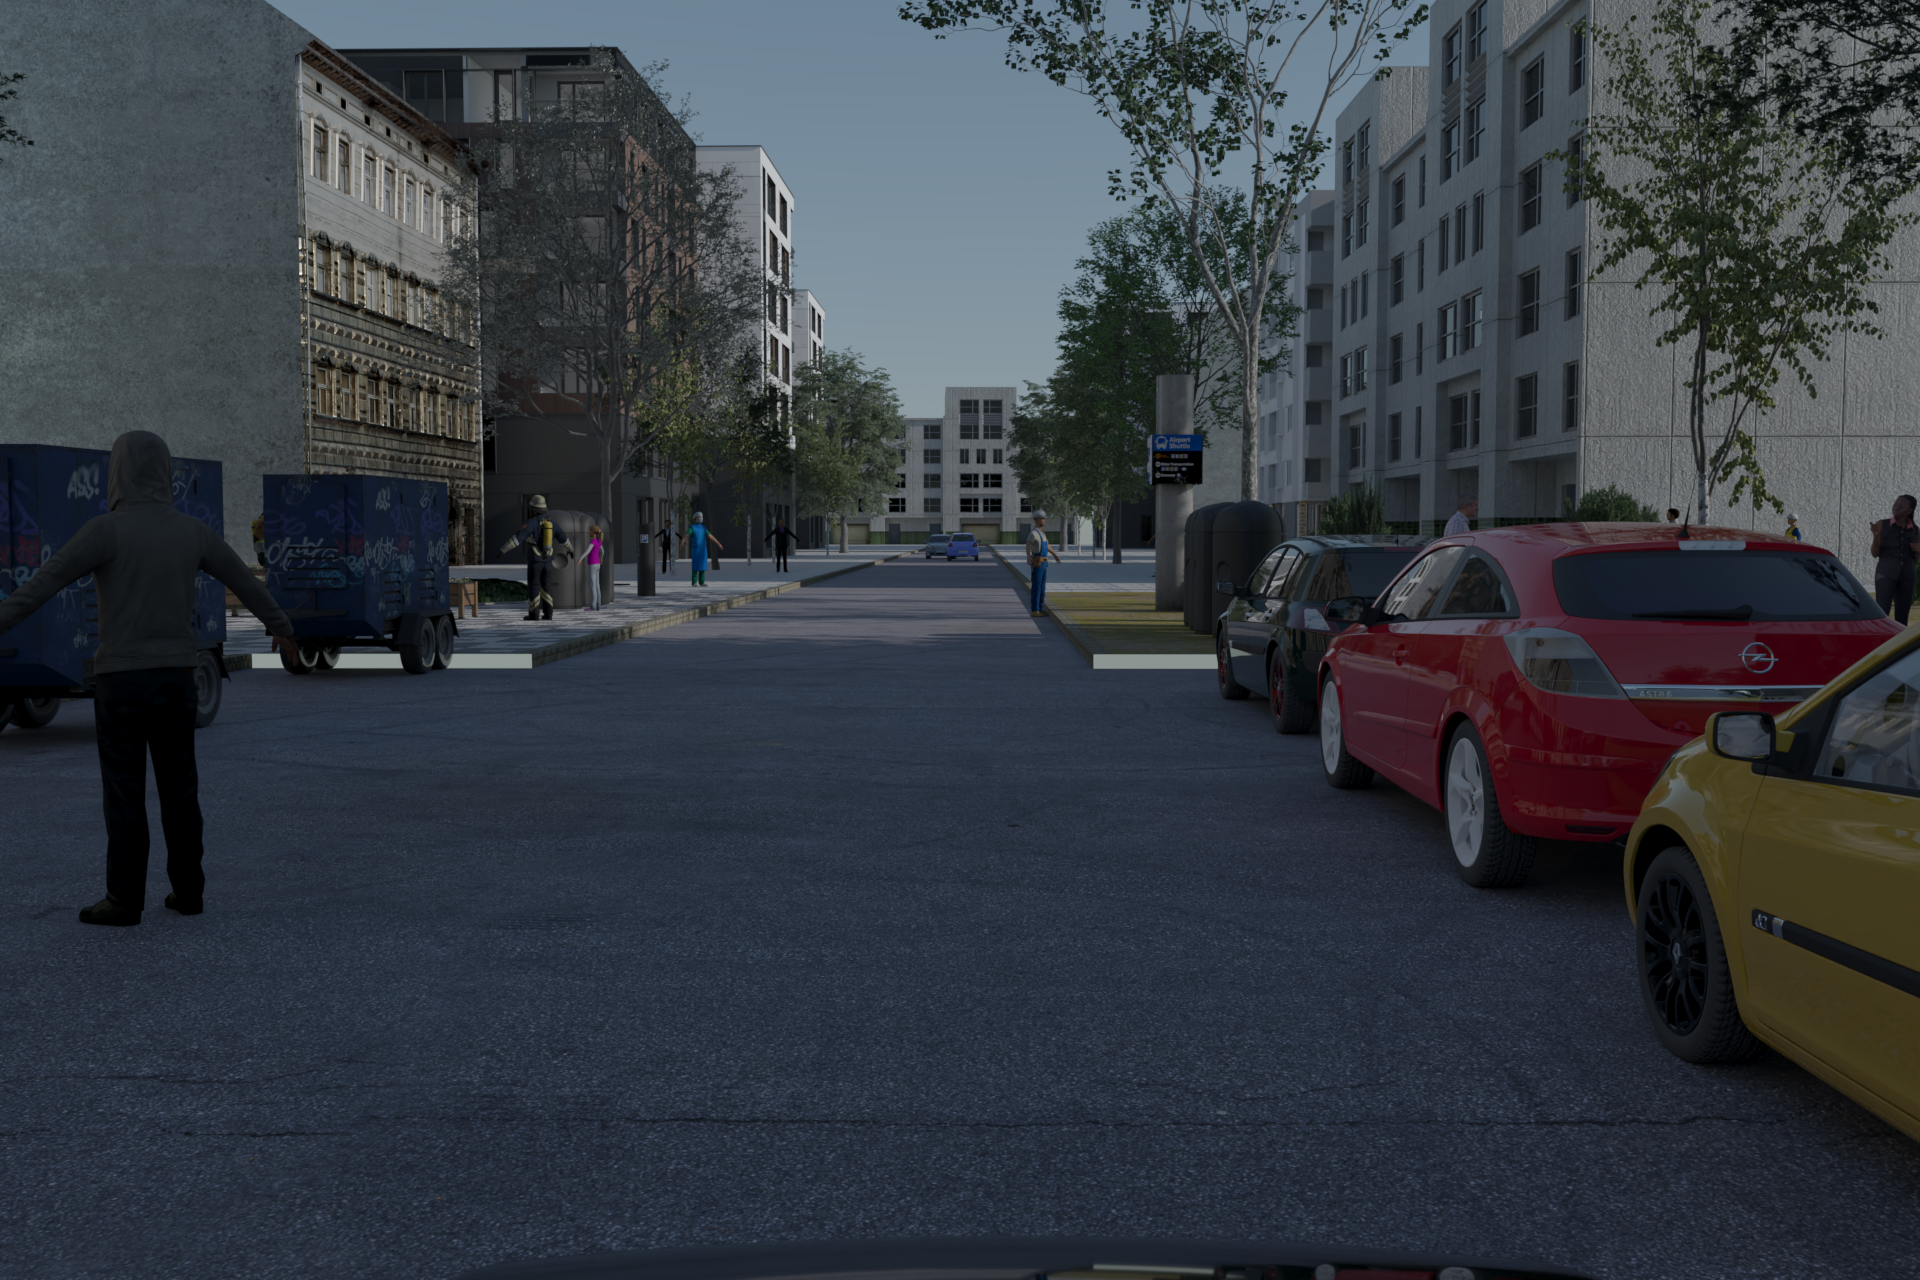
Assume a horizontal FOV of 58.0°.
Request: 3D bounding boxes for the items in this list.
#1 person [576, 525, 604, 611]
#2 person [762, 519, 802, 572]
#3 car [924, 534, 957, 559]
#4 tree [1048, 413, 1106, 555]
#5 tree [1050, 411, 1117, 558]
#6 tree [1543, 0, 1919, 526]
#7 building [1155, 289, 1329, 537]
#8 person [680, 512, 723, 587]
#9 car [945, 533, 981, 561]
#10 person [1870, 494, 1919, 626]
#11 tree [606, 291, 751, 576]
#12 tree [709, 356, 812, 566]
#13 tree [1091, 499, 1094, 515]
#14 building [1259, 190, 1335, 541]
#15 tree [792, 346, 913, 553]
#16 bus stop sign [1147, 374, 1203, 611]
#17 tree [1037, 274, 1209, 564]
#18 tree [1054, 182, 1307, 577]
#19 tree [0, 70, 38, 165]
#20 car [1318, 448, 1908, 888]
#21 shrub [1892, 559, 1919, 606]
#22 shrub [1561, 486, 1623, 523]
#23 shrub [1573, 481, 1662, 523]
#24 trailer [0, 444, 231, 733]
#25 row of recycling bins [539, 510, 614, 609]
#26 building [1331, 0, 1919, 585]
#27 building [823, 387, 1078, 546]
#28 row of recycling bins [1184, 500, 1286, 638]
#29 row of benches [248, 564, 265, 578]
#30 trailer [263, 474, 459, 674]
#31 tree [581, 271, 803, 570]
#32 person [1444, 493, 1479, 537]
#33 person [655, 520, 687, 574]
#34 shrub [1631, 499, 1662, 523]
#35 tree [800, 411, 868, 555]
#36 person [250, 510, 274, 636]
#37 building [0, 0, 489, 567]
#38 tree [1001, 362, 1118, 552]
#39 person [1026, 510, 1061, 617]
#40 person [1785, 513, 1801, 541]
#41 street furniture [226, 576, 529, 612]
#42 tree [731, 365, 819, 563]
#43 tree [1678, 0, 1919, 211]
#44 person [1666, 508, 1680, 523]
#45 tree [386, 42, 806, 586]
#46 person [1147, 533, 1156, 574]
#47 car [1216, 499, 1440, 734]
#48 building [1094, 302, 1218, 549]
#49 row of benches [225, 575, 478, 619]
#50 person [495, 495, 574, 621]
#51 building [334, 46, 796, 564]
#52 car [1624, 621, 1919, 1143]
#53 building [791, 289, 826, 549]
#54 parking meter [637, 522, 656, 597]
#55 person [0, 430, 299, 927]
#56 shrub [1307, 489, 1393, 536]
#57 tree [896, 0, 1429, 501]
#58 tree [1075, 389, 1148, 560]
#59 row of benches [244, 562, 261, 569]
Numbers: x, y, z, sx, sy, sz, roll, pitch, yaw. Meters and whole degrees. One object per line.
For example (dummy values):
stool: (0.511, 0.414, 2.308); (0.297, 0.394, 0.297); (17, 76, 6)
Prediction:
person: (-6.150, -1.196, 28.816); (0.599, 1.433, 0.991); (1, 4, 10)
person: (-5.974, -3.172, 58.091); (1.346, 1.802, 0.704); (-1, 4, -14)
car: (-1.078, -5.400, 100.289); (2.014, 1.417, 4.499); (0, 4, 1)
tree: (7.240, -9.422, 104.405); (4.737, 8.622, 4.395); (0, 3, 0)
tree: (7.426, -8.780, 93.921); (4.360, 8.622, 3.978); (0, 3, 0)
tree: (9.315, -4.316, 20.929); (4.737, 8.622, 4.395); (0, 3, 0)
building: (26.379, -19.051, 142.409); (19.493, 23.208, 18.063); (0, 4, 1)
person: (-6.334, -2.201, 42.106); (0.704, 1.817, 1.347); (3, 5, 39)
car: (0.157, -5.073, 92.528); (1.945, 1.707, 3.694); (0, 4, 0)
person: (8.520, -0.506, 15.779); (0.593, 1.643, 0.415); (-3, 4, -38)
tree: (-8.643, -6.304, 53.429); (4.737, 8.622, 4.395); (0, 3, 0)
tree: (-8.370, -7.314, 69.945); (4.737, 8.622, 4.395); (0, 3, 0)
tree: (18.156, -15.852, 209.538); (4.360, 8.622, 3.978); (0, 3, 0)
building: (22.022, -14.684, 96.498); (16.016, 20.090, 11.380); (0, 4, 1)
tree: (-7.834, -12.789, 115.752); (9.857, 13.997, 8.962); (0, 3, 0)
bus stop sign: (3.581, -2.440, 28.917); (0.837, 3.901, 0.837); (0, 4, 1)
tree: (7.044, -9.534, 74.010); (7.486, 12.596, 7.792); (0, 3, 0)
tree: (6.457, -7.674, 51.225); (9.928, 11.665, 9.643); (0, 3, 0)
tree: (-12.376, -4.882, 14.240); (8.767, 10.594, 7.601); (-3, 4, -37)
car: (2.957, 0.034, 8.484); (2.155, 1.783, 4.494); (0, 4, 1)
shrub: (17.059, -1.221, 31.073); (1.383, 1.207, 1.383); (0, 3, 0)
shrub: (10.385, -1.488, 28.378); (1.661, 2.075, 1.752); (0, 3, 0)
shrub: (9.696, -1.342, 25.986); (1.661, 2.075, 1.752); (0, 3, 0)
trailer: (-6.294, -0.286, 11.727); (1.471, 1.999, 3.904); (0, 4, 1)
row of recycling bins: (-6.890, -1.470, 31.143); (1.069, 1.692, 3.534); (0, 3, 0)
building: (24.116, -11.743, 58.454); (16.747, 18.905, 31.486); (0, 4, 1)
building: (-1.836, -21.148, 214.687); (31.486, 18.905, 16.747); (0, 4, -1)
row of recycling bins: (3.510, -0.950, 22.650); (1.069, 1.692, 3.534); (0, 3, 0)
row of benches: (-15.612, -1.273, 36.270); (4.104, 0.672, 1.422); (1, 4, 18)
trailer: (-6.157, -0.626, 17.280); (1.471, 1.999, 3.904); (0, 4, 0)
tree: (-9.013, -7.784, 61.673); (7.601, 10.594, 8.767); (2, 4, 26)
person: (5.228, -0.670, 17.935); (0.436, 1.711, 0.756); (2, 4, 28)
person: (-9.398, -2.995, 55.685); (1.216, 1.740, 0.721); (0, 4, -5)
shrub: (12.368, -1.689, 32.033); (1.690, 2.028, 1.600); (0, 3, 0)
tree: (-7.713, -9.393, 103.936); (4.737, 8.622, 4.395); (0, 3, 0)
person: (-8.610, -0.985, 21.870); (0.705, 1.858, 1.354); (0, 4, 1)
building: (-29.113, -14.131, 61.975); (19.493, 23.208, 18.063); (0, 4, 1)
tree: (7.434, -13.328, 124.575); (9.857, 13.997, 8.962); (0, 3, 0)
person: (1.395, -1.327, 30.002); (0.705, 1.847, 1.347); (2, 4, 25)
person: (19.554, -2.108, 40.934); (0.721, 1.772, 1.216); (0, 4, 4)
street furniture: (-13.015, -0.954, 31.225); (10.072, 0.657, 5.734); (0, 4, -2)
tree: (-8.193, -7.664, 75.662); (4.360, 8.622, 3.978); (0, 3, 0)
tree: (8.740, -4.728, 11.716); (7.601, 10.594, 8.767); (-3, 5, -43)
person: (14.478, -1.779, 35.279); (0.705, 1.806, 1.347); (1, 4, 16)
tree: (-8.743, -8.108, 42.930); (12.009, 13.543, 11.850); (0, 3, 0)
person: (6.428, -3.008, 55.328); (0.704, 1.843, 1.345); (-2, 4, -28)
car: (3.120, -0.245, 13.799); (2.009, 1.686, 4.222); (0, 4, 0)
building: (26.827, -19.882, 169.038); (27.936, 21.610, 32.646); (0, 4, 0)
row of benches: (-9.536, -0.685, 26.660); (4.104, 0.672, 1.422); (0, 4, 5)
person: (-6.274, -1.222, 25.767); (0.705, 1.856, 1.354); (3, 5, 42)
building: (-24.420, -15.022, 89.584); (27.936, 21.610, 32.646); (0, 4, 2)
car: (2.770, 0.409, 3.534); (2.015, 1.641, 3.980); (0, 4, 1)
building: (-26.593, -18.285, 142.931); (27.936, 21.610, 32.646); (0, 4, 1)
parking meter: (-6.465, -1.667, 35.672); (0.372, 1.533, 0.369); (0, 3, 0)
person: (-3.044, 0.131, 6.448); (0.705, 1.813, 1.348); (3, 4, 38)
shrub: (6.300, -1.467, 28.407); (1.690, 2.028, 1.600); (0, 3, 0)
tree: (5.397, -11.255, 39.914); (12.611, 20.169, 13.585); (0, 3, 0)
tree: (6.842, -8.210, 84.597); (4.360, 8.622, 3.978); (0, 3, 0)
row of benches: (-14.119, -1.393, 38.232); (4.104, 0.672, 1.422); (0, 4, 8)
